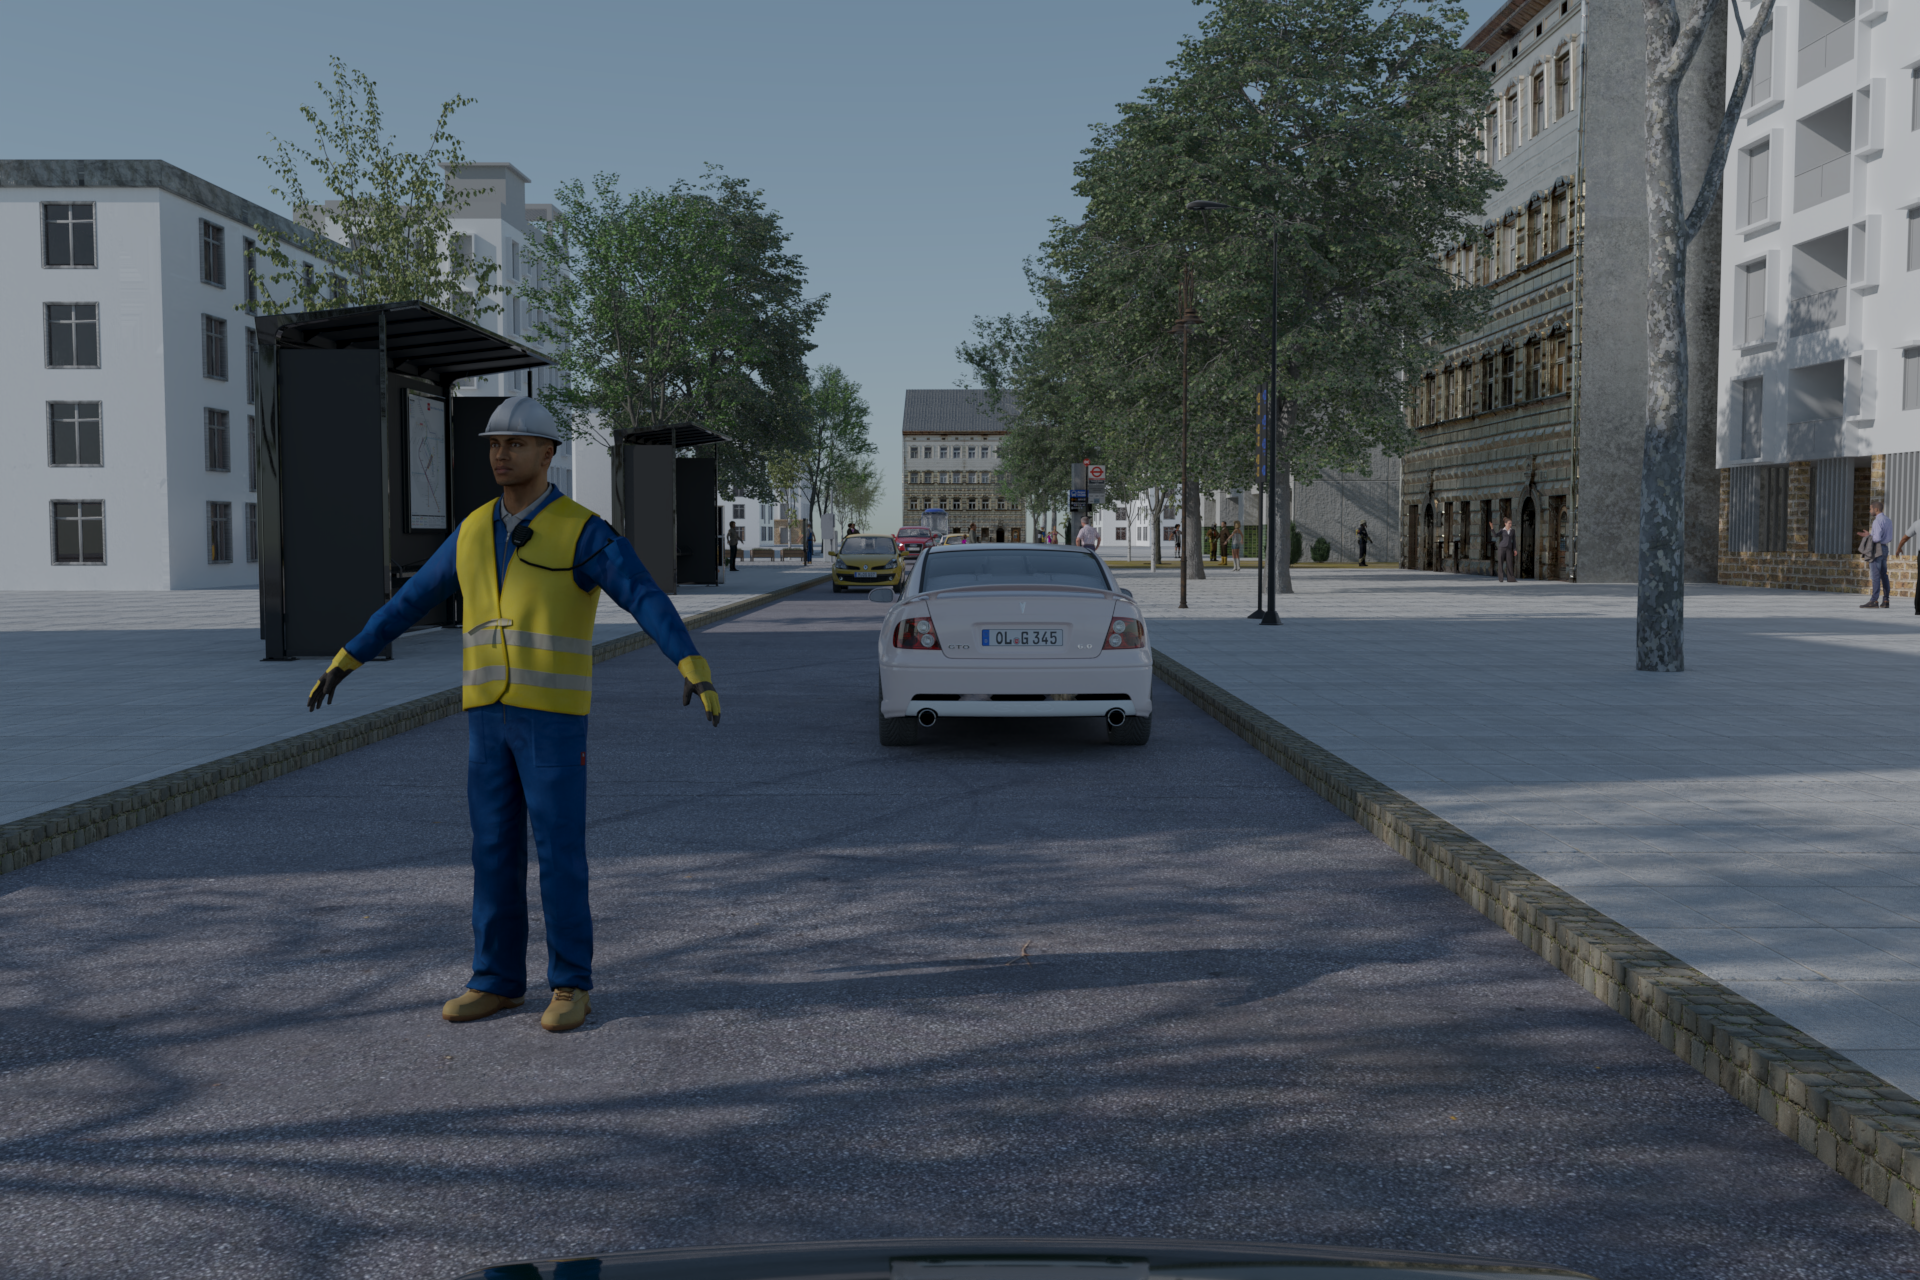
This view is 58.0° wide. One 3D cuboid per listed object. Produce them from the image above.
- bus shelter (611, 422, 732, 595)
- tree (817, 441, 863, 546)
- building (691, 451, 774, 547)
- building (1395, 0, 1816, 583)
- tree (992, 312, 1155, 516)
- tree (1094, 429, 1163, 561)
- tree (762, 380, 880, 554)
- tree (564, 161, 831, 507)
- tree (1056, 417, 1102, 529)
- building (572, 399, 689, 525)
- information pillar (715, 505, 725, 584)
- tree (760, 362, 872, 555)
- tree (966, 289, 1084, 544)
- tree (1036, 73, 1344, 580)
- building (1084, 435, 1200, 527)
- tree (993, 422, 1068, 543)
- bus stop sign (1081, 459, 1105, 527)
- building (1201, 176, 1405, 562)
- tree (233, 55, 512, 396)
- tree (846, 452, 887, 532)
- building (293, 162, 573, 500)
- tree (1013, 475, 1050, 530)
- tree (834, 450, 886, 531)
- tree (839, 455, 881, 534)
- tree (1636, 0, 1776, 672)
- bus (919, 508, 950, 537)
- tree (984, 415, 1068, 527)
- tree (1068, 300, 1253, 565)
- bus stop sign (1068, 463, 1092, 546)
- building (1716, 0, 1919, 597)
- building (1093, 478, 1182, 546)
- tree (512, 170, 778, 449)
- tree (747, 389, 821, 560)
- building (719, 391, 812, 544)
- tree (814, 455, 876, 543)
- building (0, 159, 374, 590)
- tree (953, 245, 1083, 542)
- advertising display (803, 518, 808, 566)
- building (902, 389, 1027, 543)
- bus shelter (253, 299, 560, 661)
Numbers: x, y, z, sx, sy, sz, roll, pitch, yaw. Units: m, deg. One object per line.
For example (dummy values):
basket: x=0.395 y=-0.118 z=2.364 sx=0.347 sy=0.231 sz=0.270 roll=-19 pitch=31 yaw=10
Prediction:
bus shelter: x=-6.444 y=-2.939 z=39.335 sx=1.731 sy=3.624 sz=6.357 roll=0 pitch=4 yaw=0
tree: x=-8.717 y=-10.963 z=129.614 sx=4.360 sy=8.622 sz=3.978 roll=0 pitch=3 yaw=0
building: x=-24.661 y=-15.067 z=188.496 sx=9.099 sy=9.664 sz=28.070 roll=0 pitch=3 yaw=0
building: x=25.268 y=-13.611 z=53.477 sx=19.493 sy=23.208 sz=18.063 roll=0 pitch=4 yaw=0
tree: x=6.492 y=-11.465 z=94.102 sx=9.857 sy=13.997 sz=8.962 roll=0 pitch=3 yaw=0
tree: x=7.875 y=-8.020 z=81.497 sx=4.360 sy=8.622 sz=3.978 roll=0 pitch=3 yaw=0
tree: x=-9.117 y=-11.539 z=114.410 sx=9.928 sy=11.665 sz=9.643 roll=0 pitch=3 yaw=0
tree: x=-9.134 y=-9.456 z=61.262 sx=9.857 sy=13.997 sz=8.962 roll=0 pitch=3 yaw=0
tree: x=7.066 y=-9.393 z=103.932 sx=4.737 sy=8.622 sz=4.395 roll=0 pitch=3 yaw=0
building: x=-23.302 y=-10.924 z=120.759 sx=9.099 sy=9.664 sz=28.070 roll=0 pitch=4 yaw=-1
information pillar: x=-6.206 y=-2.447 z=44.508 sx=0.304 sy=2.012 sz=0.304 roll=0 pitch=4 yaw=0
tree: x=-8.864 y=-10.912 z=104.169 sx=9.928 sy=11.665 sz=9.643 roll=0 pitch=3 yaw=0
tree: x=6.566 y=-17.131 z=135.987 sx=12.611 sy=20.169 sz=13.585 roll=0 pitch=3 yaw=0
tree: x=6.643 y=-8.683 z=48.625 sx=9.857 sy=13.997 sz=8.962 roll=0 pitch=3 yaw=0
building: x=25.411 y=-23.686 z=218.193 sx=19.493 sy=23.208 sz=18.063 roll=0 pitch=3 yaw=0
tree: x=6.759 y=-13.957 z=153.959 sx=9.928 sy=11.665 sz=9.643 roll=0 pitch=3 yaw=0
bus stop sign: x=4.707 y=-4.446 z=61.403 sx=0.855 sy=3.939 sz=0.416 roll=0 pitch=4 yaw=0
building: x=23.595 y=-13.914 z=93.951 sx=16.747 sy=18.905 sz=31.486 roll=0 pitch=4 yaw=0
tree: x=-8.856 y=-4.686 z=26.980 sx=4.737 sy=8.622 sz=4.395 roll=0 pitch=3 yaw=0
tree: x=-8.896 y=-12.096 z=148.127 sx=4.360 sy=8.622 sz=3.978 roll=0 pitch=3 yaw=0
building: x=-27.943 y=-14.260 z=89.566 sx=16.016 sy=20.090 sz=11.380 roll=0 pitch=4 yaw=0
tree: x=7.428 y=-12.972 z=162.452 sx=4.360 sy=8.622 sz=3.978 roll=0 pitch=3 yaw=0
tree: x=-8.819 y=-11.556 z=139.295 sx=4.360 sy=8.622 sz=3.978 roll=0 pitch=3 yaw=0
tree: x=-8.749 y=-12.818 z=159.937 sx=4.360 sy=8.622 sz=3.978 roll=0 pitch=3 yaw=0
tree: x=6.348 y=-9.685 z=14.241 sx=12.611 sy=20.169 sz=13.585 roll=0 pitch=3 yaw=0
bus: x=-2.378 y=-10.902 z=169.798 sx=2.896 sy=3.916 sz=12.251 roll=0 pitch=4 yaw=0
tree: x=7.435 y=-15.918 z=170.623 sx=12.009 sy=13.543 sz=11.850 roll=0 pitch=3 yaw=0
tree: x=8.497 y=-8.996 z=72.839 sx=9.928 sy=11.665 sz=9.643 roll=0 pitch=3 yaw=0
bus stop sign: x=4.472 y=-4.624 z=64.612 sx=0.837 sy=3.901 sz=0.837 roll=0 pitch=4 yaw=-1
building: x=24.099 y=-11.303 z=41.230 sx=16.016 sy=20.090 sz=11.380 roll=0 pitch=3 yaw=0
building: x=20.461 y=-15.434 z=194.497 sx=9.099 sy=9.664 sz=28.070 roll=0 pitch=3 yaw=0
tree: x=-8.874 y=-7.579 z=49.675 sx=9.928 sy=11.665 sz=9.643 roll=0 pitch=3 yaw=0
tree: x=-8.683 y=-8.301 z=86.085 sx=4.737 sy=8.622 sz=4.395 roll=0 pitch=3 yaw=0
building: x=-24.423 y=-21.957 z=215.423 sx=16.016 sy=20.090 sz=11.380 roll=0 pitch=4 yaw=0
tree: x=-17.799 y=-21.375 z=259.855 sx=12.009 sy=13.543 sz=11.850 roll=0 pitch=3 yaw=0
building: x=-22.422 y=-6.780 z=53.007 sx=9.099 sy=9.664 sz=28.070 roll=0 pitch=3 yaw=0
tree: x=5.287 y=-15.930 z=116.347 sx=12.611 sy=20.169 sz=13.585 roll=0 pitch=3 yaw=0
advertising display: x=-6.237 y=-3.959 z=69.945 sx=0.123 sy=1.923 sz=0.974 roll=0 pitch=3 yaw=0
building: x=0.933 y=-26.139 z=260.761 sx=18.063 sy=23.208 sz=19.493 roll=0 pitch=4 yaw=2
bus shelter: x=-6.279 y=-1.787 z=20.496 sx=1.731 sy=3.624 sz=6.357 roll=0 pitch=3 yaw=0
